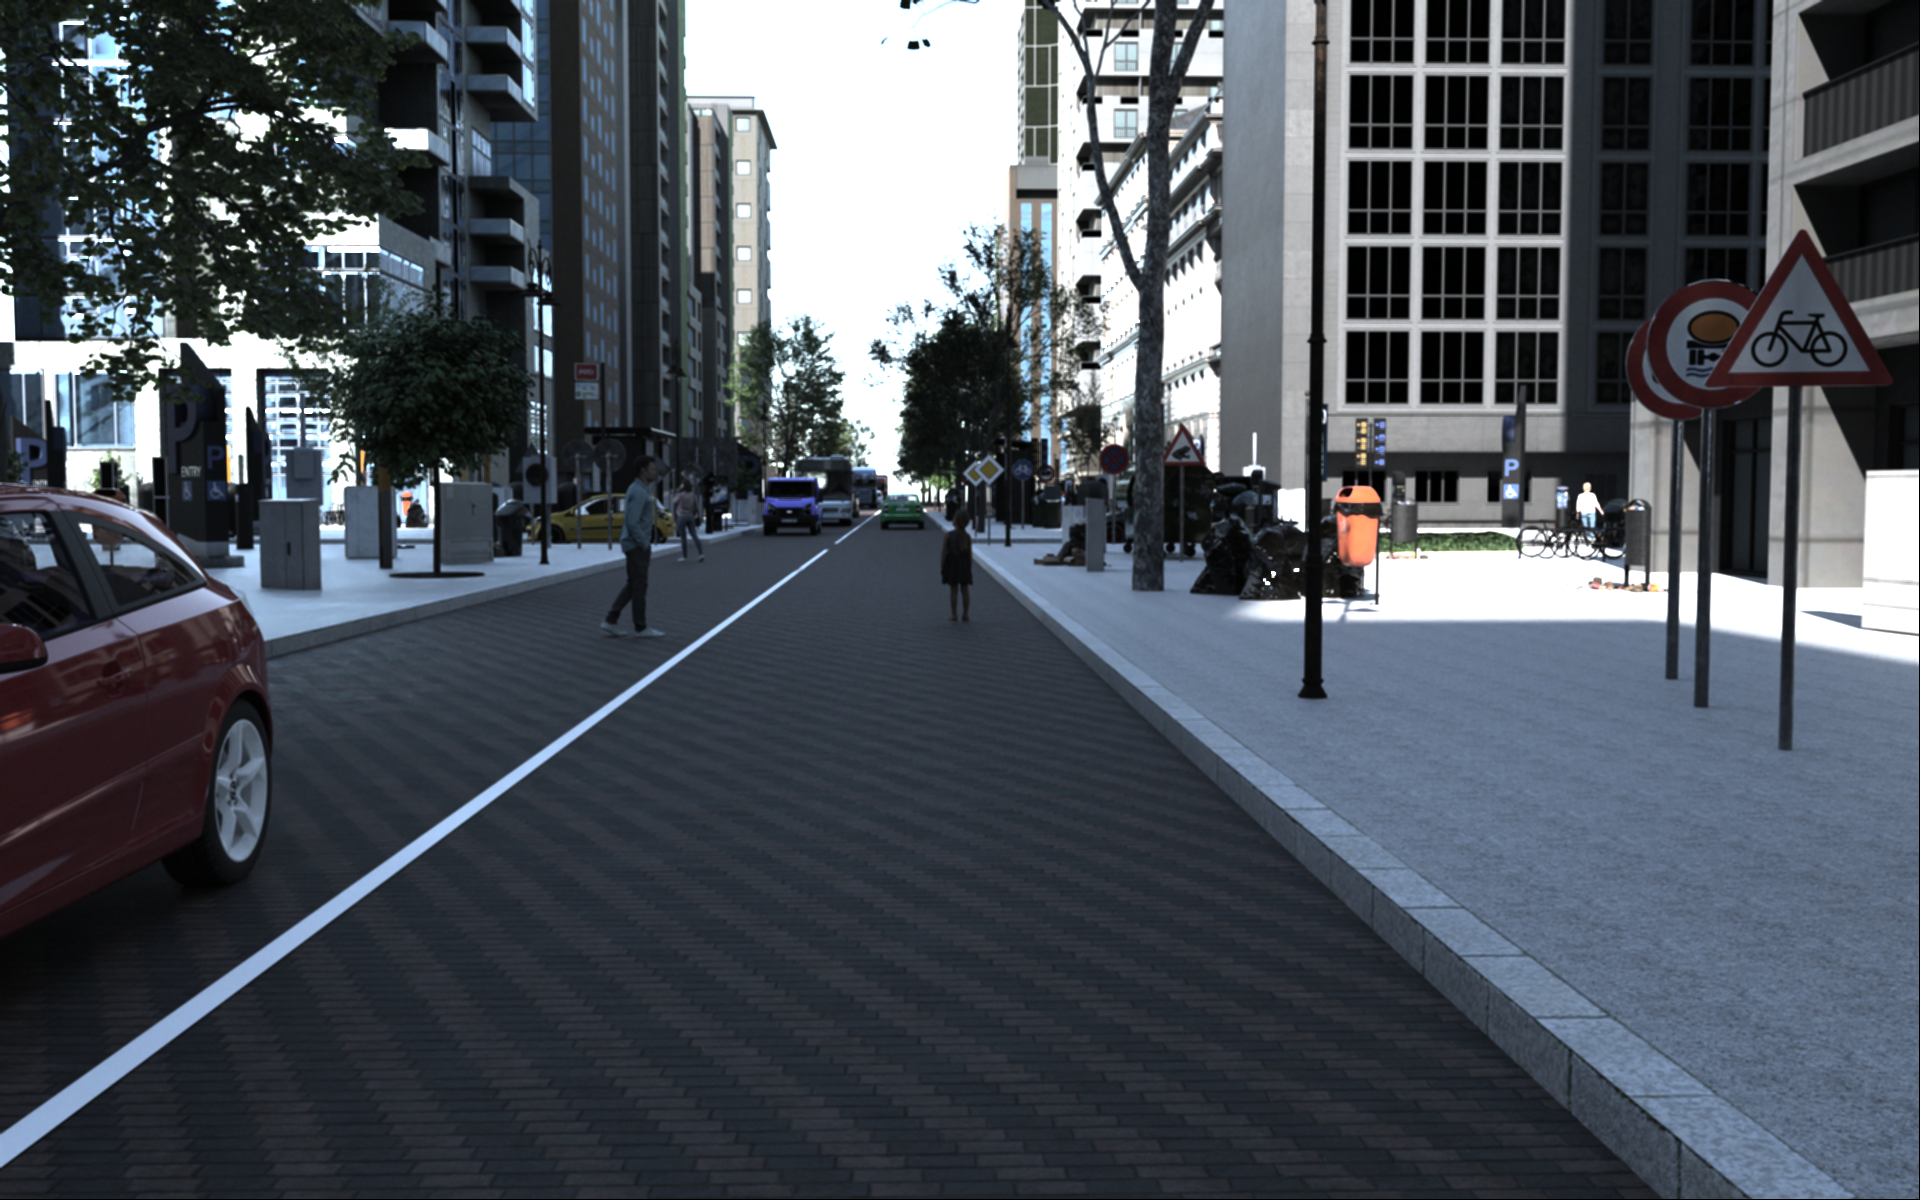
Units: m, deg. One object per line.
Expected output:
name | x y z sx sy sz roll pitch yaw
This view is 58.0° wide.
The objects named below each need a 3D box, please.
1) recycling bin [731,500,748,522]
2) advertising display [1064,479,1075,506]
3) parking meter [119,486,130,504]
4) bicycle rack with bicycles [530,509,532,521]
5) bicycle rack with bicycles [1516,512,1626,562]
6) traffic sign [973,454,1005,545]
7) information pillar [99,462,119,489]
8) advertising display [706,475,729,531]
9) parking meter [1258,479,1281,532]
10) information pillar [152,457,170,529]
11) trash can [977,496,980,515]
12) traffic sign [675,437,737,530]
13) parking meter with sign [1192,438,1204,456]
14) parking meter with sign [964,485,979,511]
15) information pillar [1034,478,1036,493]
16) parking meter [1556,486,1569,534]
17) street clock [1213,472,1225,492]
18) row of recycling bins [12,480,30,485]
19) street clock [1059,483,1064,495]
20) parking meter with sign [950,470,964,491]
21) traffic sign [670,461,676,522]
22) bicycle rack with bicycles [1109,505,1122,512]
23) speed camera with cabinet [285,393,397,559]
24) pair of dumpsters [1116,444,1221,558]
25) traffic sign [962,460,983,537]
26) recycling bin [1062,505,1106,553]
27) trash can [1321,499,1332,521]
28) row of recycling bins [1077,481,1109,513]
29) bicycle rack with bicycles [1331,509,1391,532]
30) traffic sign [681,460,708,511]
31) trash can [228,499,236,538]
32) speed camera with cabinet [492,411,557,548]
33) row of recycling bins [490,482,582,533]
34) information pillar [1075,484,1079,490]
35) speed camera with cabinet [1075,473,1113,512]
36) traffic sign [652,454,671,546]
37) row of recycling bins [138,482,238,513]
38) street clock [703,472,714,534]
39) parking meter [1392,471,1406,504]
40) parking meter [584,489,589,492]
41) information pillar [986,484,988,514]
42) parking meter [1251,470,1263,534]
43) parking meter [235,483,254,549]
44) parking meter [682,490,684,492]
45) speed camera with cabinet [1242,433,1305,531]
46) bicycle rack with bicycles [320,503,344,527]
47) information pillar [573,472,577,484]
recycling bin | -10.114 -4.105 79.676 0.722 1.027 0.722 -1 4 -20
advertising display | 4.591 -4.124 72.644 0.123 1.923 0.974 -1 4 -15
parking meter | -25.264 -2.683 52.283 0.372 1.533 0.369 0 3 0
bicycle rack with bicycles | -14.910 -2.942 61.484 2.925 0.926 2.852 1 4 10
bicycle rack with bicycles | 12.222 -1.267 34.092 2.852 0.926 2.925 -3 5 -40
traffic sign | 0.724 -2.425 43.294 0.795 2.450 0.064 0 4 -2
information pillar | -19.355 -2.137 39.435 0.304 2.012 0.304 0 4 -7
advertising display | -8.401 -3.345 59.911 0.123 1.923 0.974 3 4 38
parking meter | 5.188 -1.261 29.035 0.372 1.533 0.369 0 3 0
information pillar | -15.730 -1.820 34.244 0.304 2.012 0.304 0 4 5
trash can | 0.915 -5.563 102.605 0.748 1.137 0.748 0 3 0
traffic sign | -9.093 -4.172 62.079 2.265 3.308 0.079 0 4 7
parking meter with sign | 6.716 -3.531 53.989 1.738 3.016 0.543 -2 4 -27
parking meter with sign | 1.301 -7.008 110.848 1.738 3.016 0.543 1 4 11
information pillar | 3.238 -4.455 77.332 0.304 2.012 0.304 0 4 5
parking meter | 19.497 -2.915 56.074 0.372 1.533 0.369 0 3 0
street clock | 8.431 -3.193 56.768 0.471 2.002 0.358 -1 4 -23
row of recycling bins | -29.289 -2.710 51.414 1.069 1.692 3.534 2 4 34
street clock | 6.516 -6.575 112.063 0.358 2.002 0.471 -1 4 -21
parking meter with sign | 0.099 -7.972 126.596 1.738 3.016 0.543 0 4 6
traffic sign | -10.878 -4.024 65.897 0.768 2.556 0.104 0 4 8
bicycle rack with bicycles | 7.055 -4.277 83.313 2.925 0.926 2.852 0 4 7
speed camera with cabinet | -12.242 -2.444 34.290 2.038 3.252 0.660 -1 4 -18
pair of dumpsters | 4.256 -2.028 35.658 1.574 2.255 4.437 0 4 -2
traffic sign | 0.464 -2.913 51.275 0.795 2.450 0.064 0 4 -2
recycling bin | 2.722 -1.555 37.975 0.722 1.027 0.722 -3 5 -40
trash can | 11.480 -2.656 55.081 0.748 1.137 0.748 0 3 0
row of recycling bins | 4.182 -2.906 54.620 1.069 1.692 3.534 0 4 4
bicycle rack with bicycles | 13.152 -2.770 58.664 2.852 0.926 2.925 -3 5 -42
traffic sign | -7.827 -2.898 51.025 0.795 2.450 0.064 0 4 -2
trash can | -21.532 -2.395 50.819 0.748 1.137 0.748 0 3 0
speed camera with cabinet | -10.648 -2.860 41.089 2.038 3.252 0.660 0 4 1
row of recycling bins | -14.403 -3.124 58.196 3.534 1.692 1.069 -2 4 -34
information pillar | 8.180 -7.099 120.567 0.304 2.012 0.304 2 4 26
speed camera with cabinet | 6.025 -5.123 78.102 2.038 3.252 0.660 3 5 41
traffic sign | -7.566 -2.410 43.045 0.795 2.450 0.064 0 4 -2
row of recycling bins | -26.965 -3.283 60.783 3.534 1.692 1.069 0 4 -7
street clock | -8.125 -3.148 56.046 0.358 2.002 0.471 1 4 11
parking meter | 11.138 -2.342 44.008 0.255 1.863 0.399 0 4 -2
parking meter | -19.571 -5.028 90.621 0.372 1.533 0.369 0 3 0
information pillar | 1.605 -7.043 106.504 0.183 3.616 0.504 1 4 15
parking meter | 7.174 -2.212 41.877 0.255 1.863 0.399 1 4 17
parking meter | -16.690 -1.956 40.392 0.372 1.533 0.369 0 3 0
parking meter | -13.192 -4.749 83.360 0.399 1.863 0.255 1 4 20
speed camera with cabinet | 10.233 -3.790 56.298 2.038 3.252 0.660 0 4 2
bicycle rack with bicycles | -25.319 -3.410 69.143 2.852 0.926 2.925 1 4 16
information pillar | -19.836 -5.998 89.421 0.183 3.616 0.504 1 4 14
